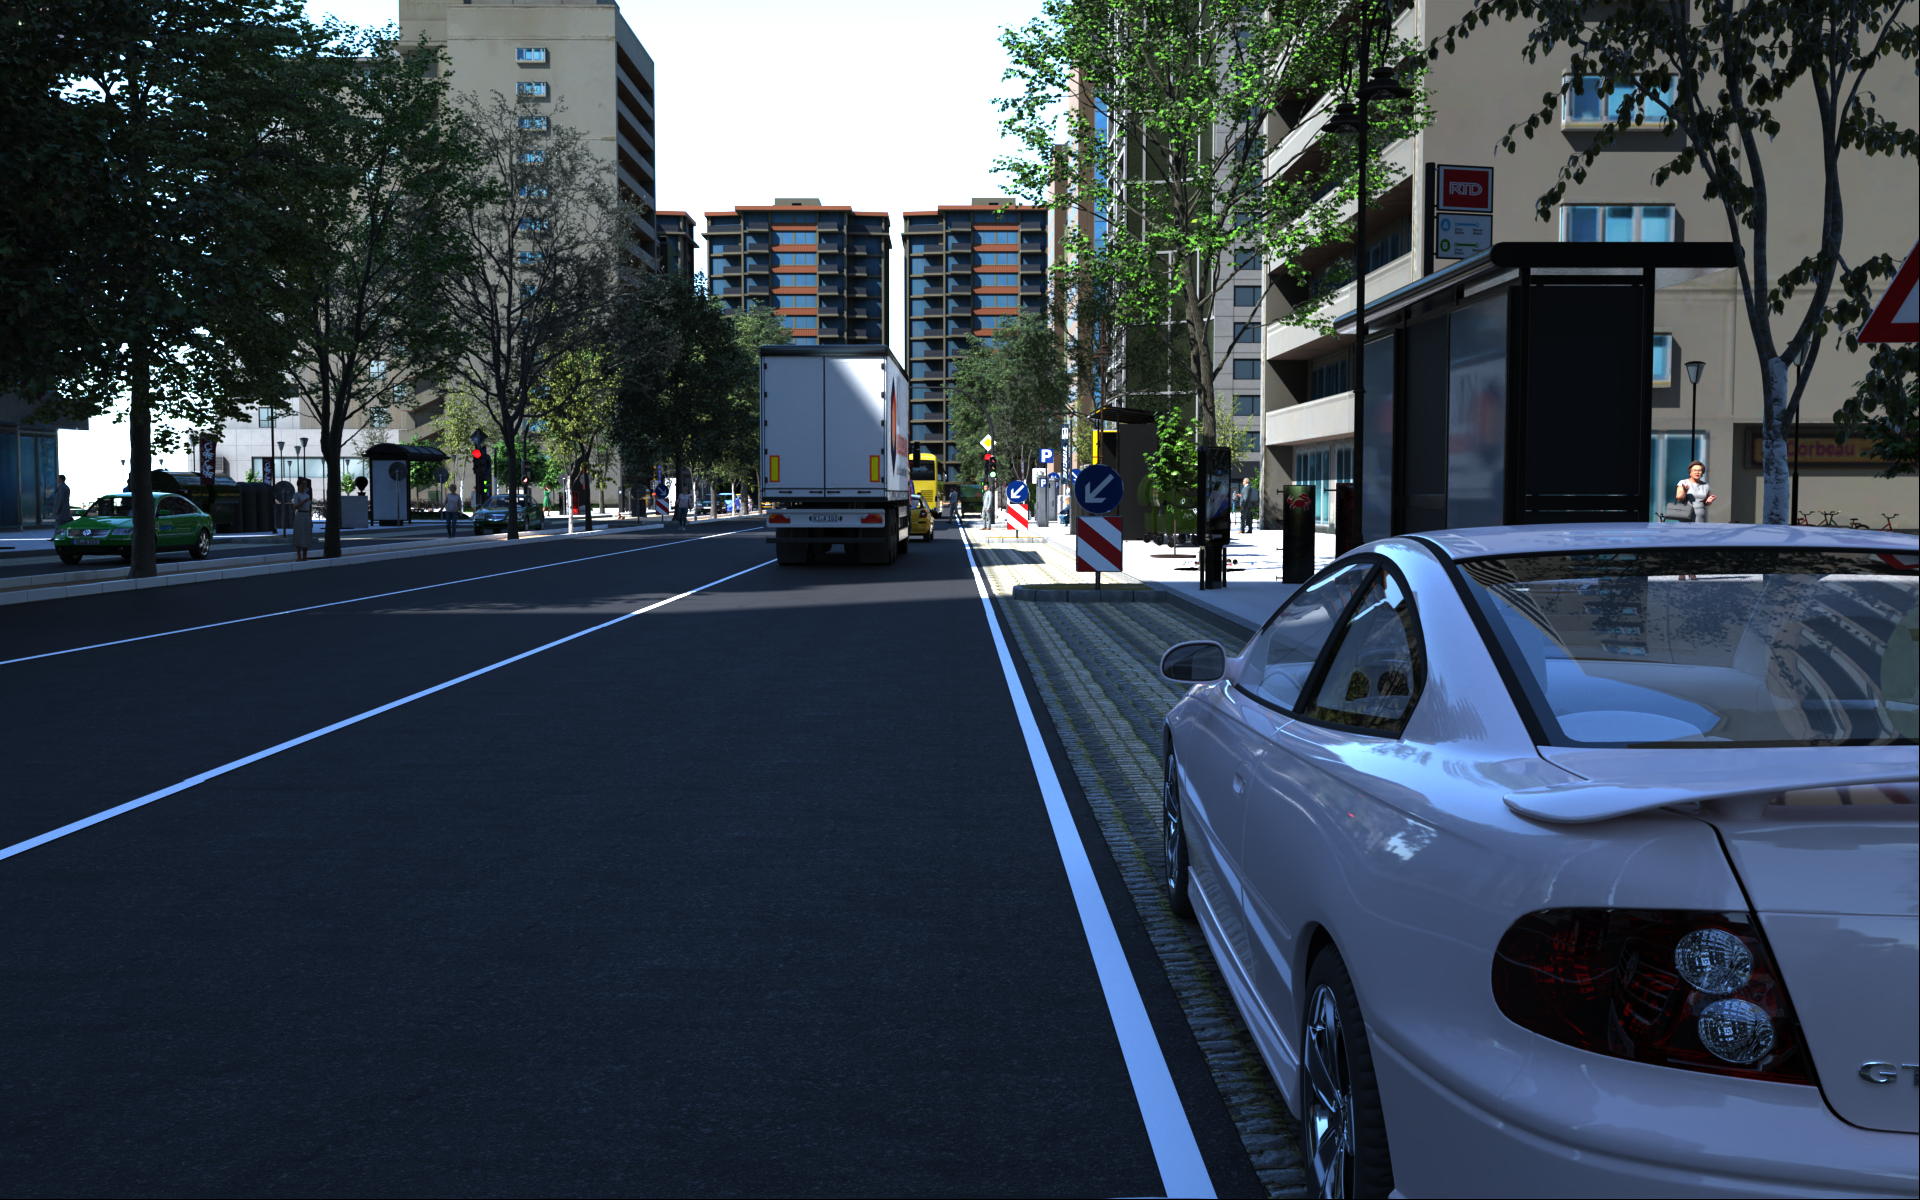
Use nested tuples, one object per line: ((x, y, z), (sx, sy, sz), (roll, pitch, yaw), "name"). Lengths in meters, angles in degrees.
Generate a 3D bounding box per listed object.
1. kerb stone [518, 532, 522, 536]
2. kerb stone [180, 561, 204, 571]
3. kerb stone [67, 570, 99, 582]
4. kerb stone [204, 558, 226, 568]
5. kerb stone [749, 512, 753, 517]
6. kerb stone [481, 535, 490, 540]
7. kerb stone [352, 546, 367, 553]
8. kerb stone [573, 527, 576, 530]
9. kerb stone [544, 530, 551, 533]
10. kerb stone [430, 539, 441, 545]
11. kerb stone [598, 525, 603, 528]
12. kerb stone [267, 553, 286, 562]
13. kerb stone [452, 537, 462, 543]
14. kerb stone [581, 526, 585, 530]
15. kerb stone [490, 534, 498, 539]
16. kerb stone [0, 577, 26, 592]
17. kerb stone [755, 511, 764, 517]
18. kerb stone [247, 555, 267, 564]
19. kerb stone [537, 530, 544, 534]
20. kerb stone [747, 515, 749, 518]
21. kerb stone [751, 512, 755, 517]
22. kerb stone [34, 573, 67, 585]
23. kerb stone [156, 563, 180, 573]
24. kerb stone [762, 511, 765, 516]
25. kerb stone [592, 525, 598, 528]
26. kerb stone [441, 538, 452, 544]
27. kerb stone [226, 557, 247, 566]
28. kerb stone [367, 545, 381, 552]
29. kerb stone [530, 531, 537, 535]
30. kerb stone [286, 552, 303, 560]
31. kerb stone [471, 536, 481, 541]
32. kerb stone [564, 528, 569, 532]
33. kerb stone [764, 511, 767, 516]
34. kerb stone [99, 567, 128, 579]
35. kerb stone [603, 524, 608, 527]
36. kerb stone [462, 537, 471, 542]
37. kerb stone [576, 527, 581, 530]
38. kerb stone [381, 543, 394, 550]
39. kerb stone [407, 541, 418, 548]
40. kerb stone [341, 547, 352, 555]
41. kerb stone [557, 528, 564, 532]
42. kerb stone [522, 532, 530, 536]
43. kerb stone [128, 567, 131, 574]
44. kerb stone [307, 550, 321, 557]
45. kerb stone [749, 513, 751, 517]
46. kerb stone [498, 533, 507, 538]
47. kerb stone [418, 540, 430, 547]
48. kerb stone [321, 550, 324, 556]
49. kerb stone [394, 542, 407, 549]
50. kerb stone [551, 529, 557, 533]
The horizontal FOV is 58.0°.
((-14.729, -2.144, 57.248), (0.120, 0.150, 1.000), (0, 4, 0), "kerb stone")
((-14.567, -0.638, 32.634), (0.120, 0.150, 1.000), (0, 4, 0), "kerb stone")
((-14.541, -0.388, 28.541), (0.120, 0.150, 1.000), (0, 4, 0), "kerb stone")
((-14.575, -0.697, 33.657), (0.120, 0.150, 1.000), (0, 4, 0), "kerb stone")
((-12.952, -5.128, 106.030), (0.120, 0.150, 1.000), (0, 4, 0), "kerb stone")
((-14.705, -1.892, 53.157), (0.120, 0.150, 1.000), (0, 4, 0), "kerb stone")
((-14.627, -1.202, 41.860), (0.120, 0.150, 1.000), (0, 4, 0), "kerb stone")
((-14.786, -2.645, 65.437), (0.120, 0.150, 1.000), (0, 4, 0), "kerb stone")
((-14.755, -2.394, 61.336), (0.120, 0.150, 1.000), (0, 4, 0), "kerb stone")
((-14.677, -1.573, 48.027), (0.120, 0.150, 1.000), (0, 4, 0), "kerb stone")
((-14.817, -2.957, 70.547), (0.120, 0.150, 1.000), (0, 4, 0), "kerb stone")
((-14.596, -0.887, 36.725), (0.120, 0.150, 1.000), (0, 4, 0), "kerb stone")
((-14.681, -1.706, 50.082), (0.120, 0.150, 1.000), (0, 4, 0), "kerb stone")
((-14.794, -2.769, 67.481), (0.120, 0.150, 1.000), (0, 4, 0), "kerb stone")
((-14.712, -1.956, 54.179), (0.120, 0.150, 1.000), (0, 4, 0), "kerb stone")
((-14.533, -0.260, 26.491), (0.120, 0.150, 1.000), (0, 4, 0), "kerb stone")
((-12.983, -5.504, 112.181), (0.120, 0.150, 1.000), (0, 4, 0), "kerb stone")
((-14.596, -0.822, 35.700), (0.120, 0.150, 1.000), (0, 4, 0), "kerb stone")
((-14.756, -2.331, 60.314), (0.120, 0.150, 1.000), (0, 4, 0), "kerb stone")
((-12.928, -5.002, 103.971), (0.120, 0.150, 1.000), (0, 4, 0), "kerb stone")
((-12.948, -5.190, 107.052), (0.120, 0.150, 1.000), (0, 4, 0), "kerb stone")
((-14.539, -0.324, 27.513), (0.120, 0.150, 1.000), (0, 4, 0), "kerb stone")
((-14.566, -0.576, 31.611), (0.120, 0.150, 1.000), (0, 4, 0), "kerb stone")
((-12.995, -5.566, 113.203), (0.120, 0.150, 1.000), (0, 4, 0), "kerb stone")
((-14.809, -2.893, 69.525), (0.120, 0.150, 1.000), (0, 4, 0), "kerb stone")
((-14.675, -1.643, 49.058), (0.120, 0.150, 1.000), (0, 4, 0), "kerb stone")
((-14.588, -0.763, 34.678), (0.120, 0.150, 1.000), (0, 4, 0), "kerb stone")
((-14.637, -1.261, 42.888), (0.120, 0.150, 1.000), (0, 4, 0), "kerb stone")
((-14.745, -2.263, 59.292), (0.120, 0.150, 1.000), (0, 4, 0), "kerb stone")
((-14.610, -0.952, 37.753), (0.120, 0.150, 1.000), (0, 4, 0), "kerb stone")
((-14.694, -1.831, 52.130), (0.120, 0.150, 1.000), (0, 4, 0), "kerb stone")
((-14.769, -2.582, 64.414), (0.120, 0.150, 1.000), (0, 4, 0), "kerb stone")
((-13.026, -5.816, 117.295), (0.120, 0.150, 1.000), (0, 4, 0), "kerb stone")
((-14.553, -0.443, 29.563), (0.120, 0.150, 1.000), (0, 4, 0), "kerb stone")
((-14.823, -3.016, 71.569), (0.120, 0.150, 1.000), (0, 4, 0), "kerb stone")
((-14.694, -1.768, 51.108), (0.120, 0.150, 1.000), (0, 4, 0), "kerb stone")
((-14.789, -2.706, 66.459), (0.120, 0.150, 1.000), (0, 4, 0), "kerb stone")
((-14.641, -1.327, 43.917), (0.120, 0.150, 1.000), (0, 4, 0), "kerb stone")
((-14.657, -1.455, 45.977), (0.120, 0.150, 1.000), (0, 4, 0), "kerb stone")
((-14.622, -1.134, 40.837), (0.120, 0.150, 1.000), (0, 4, 0), "kerb stone")
((-14.772, -2.512, 63.384), (0.120, 0.150, 1.000), (0, 4, 0), "kerb stone")
((-14.736, -2.206, 58.270), (0.120, 0.150, 1.000), (0, 4, 0), "kerb stone")
((-14.565, -0.513, 30.589), (0.120, 0.150, 1.000), (0, 4, 0), "kerb stone")
((-14.611, -1.014, 38.781), (0.120, 0.150, 1.000), (0, 4, 0), "kerb stone")
((-12.943, -5.065, 105.007), (0.120, 0.150, 1.000), (0, 4, 0), "kerb stone")
((-14.715, -2.019, 55.201), (0.120, 0.150, 1.000), (0, 4, 0), "kerb stone")
((-14.668, -1.517, 46.999), (0.120, 0.150, 1.000), (0, 4, 0), "kerb stone")
((-14.618, -1.077, 39.806), (0.120, 0.150, 1.000), (0, 4, 0), "kerb stone")
((-14.643, -1.391, 44.939), (0.120, 0.150, 1.000), (0, 4, 0), "kerb stone")
((-14.759, -2.456, 62.357), (0.120, 0.150, 1.000), (0, 4, 0), "kerb stone")
